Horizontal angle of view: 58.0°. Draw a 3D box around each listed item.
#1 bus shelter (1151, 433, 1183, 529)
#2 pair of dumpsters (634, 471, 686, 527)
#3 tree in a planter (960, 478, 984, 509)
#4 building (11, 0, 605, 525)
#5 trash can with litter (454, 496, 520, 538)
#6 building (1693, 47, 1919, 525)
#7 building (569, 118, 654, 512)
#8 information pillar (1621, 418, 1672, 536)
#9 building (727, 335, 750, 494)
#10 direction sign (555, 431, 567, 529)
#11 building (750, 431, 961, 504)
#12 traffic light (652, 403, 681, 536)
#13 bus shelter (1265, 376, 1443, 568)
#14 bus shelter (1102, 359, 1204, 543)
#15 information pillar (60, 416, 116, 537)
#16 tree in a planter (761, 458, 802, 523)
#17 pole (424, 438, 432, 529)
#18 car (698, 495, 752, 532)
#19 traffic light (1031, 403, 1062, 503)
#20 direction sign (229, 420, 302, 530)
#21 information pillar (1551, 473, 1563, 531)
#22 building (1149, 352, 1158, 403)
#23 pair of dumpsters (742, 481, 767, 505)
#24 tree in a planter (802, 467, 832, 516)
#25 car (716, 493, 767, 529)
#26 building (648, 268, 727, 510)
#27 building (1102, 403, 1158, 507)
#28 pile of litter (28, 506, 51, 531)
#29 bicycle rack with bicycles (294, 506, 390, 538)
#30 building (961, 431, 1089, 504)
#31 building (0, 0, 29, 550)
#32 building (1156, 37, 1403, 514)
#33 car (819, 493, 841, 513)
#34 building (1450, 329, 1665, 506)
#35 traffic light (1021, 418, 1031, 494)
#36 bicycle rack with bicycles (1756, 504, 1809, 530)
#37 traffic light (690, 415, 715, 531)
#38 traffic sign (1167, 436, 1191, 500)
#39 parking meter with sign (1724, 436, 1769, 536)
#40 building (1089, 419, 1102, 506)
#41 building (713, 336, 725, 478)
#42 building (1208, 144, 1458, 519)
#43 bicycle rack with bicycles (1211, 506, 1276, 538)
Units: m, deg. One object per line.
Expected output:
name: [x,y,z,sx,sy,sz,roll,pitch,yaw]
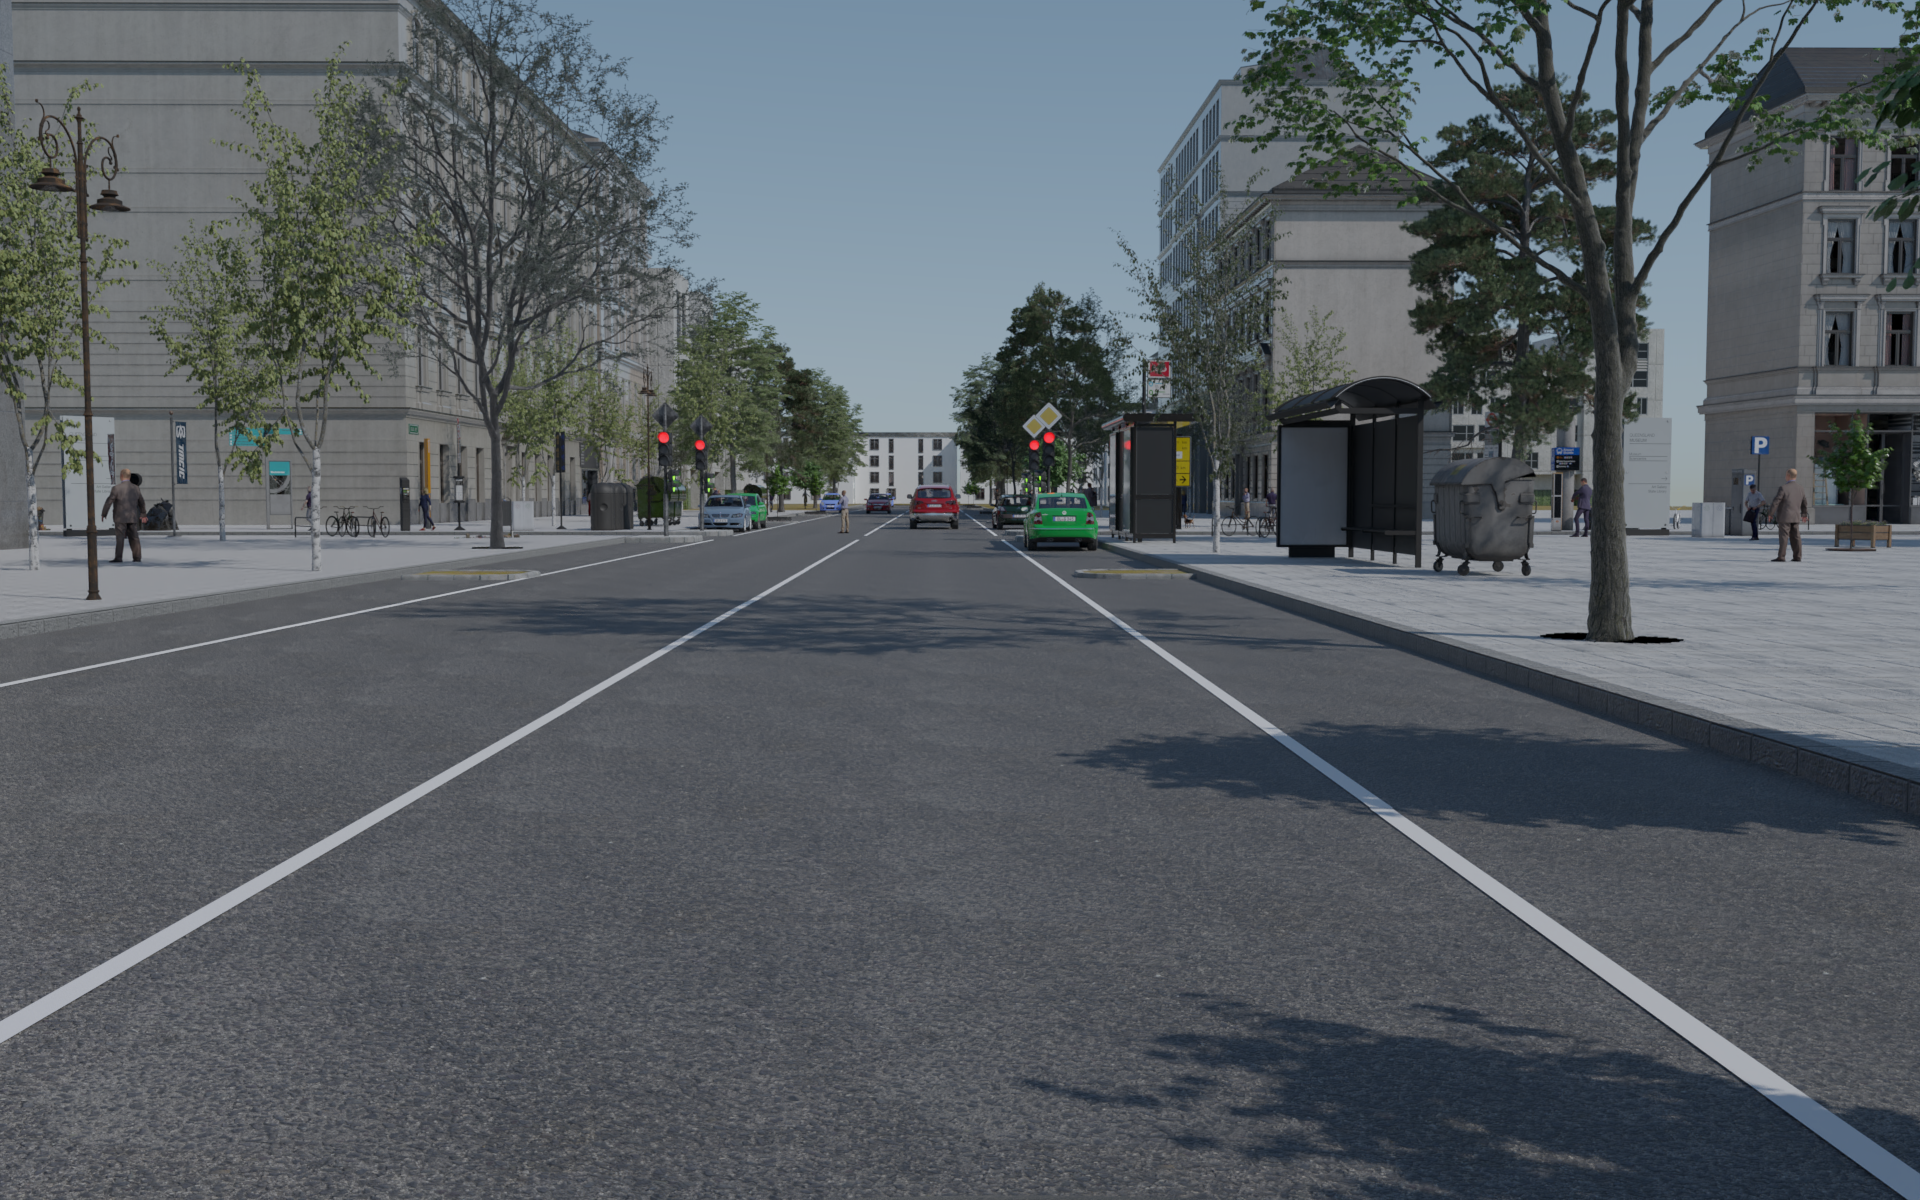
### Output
bus shelter: [7.240,-4.555,65.762,1.731,3.624,6.357,0,4,-1]
pair of dumpsters: [-12.173,-4.147,70.299,1.574,2.255,4.436,0,4,-1]
tree in a planter: [1.282,-10.103,162.398,1.991,3.239,1.994,0,4,-1]
building: [-31.022,-19.312,92.161,17.030,29.872,44.131,0,4,-1]
trash can with litter: [-13.812,-2.427,50.731,2.233,1.210,1.678,-2,4,-35]
building: [36.149,-13.783,76.265,40.483,20.767,10.553,0,4,-1]
building: [-30.163,-20.709,124.493,13.634,28.700,20.117,0,4,-1]
information pillar: [21.095,-3.792,53.312,1.656,3.620,0.184,-1,4,-12]
building: [-40.035,-19.956,192.737,31.486,18.905,16.747,0,4,-1]
direction sign: [-14.511,-4.340,62.956,0.379,3.537,0.876,-2,4,-34]
building: [-14.276,-17.929,235.288,28.070,9.664,9.099,0,4,-1]
traffic light: [-8.894,-3.864,52.419,0.839,4.213,0.868,0,4,-1]
bus shelter: [7.220,-2.356,32.448,2.014,3.302,5.546,0,4,-1]
bus shelter: [5.255,-4.380,49.241,2.179,5.291,8.768,0,4,-1]
information pillar: [-26.445,-3.748,52.588,0.184,3.620,1.656,2,4,32]
tree in a planter: [-9.040,-5.409,85.664,1.991,3.239,1.994,0,4,-1]
pole: [-19.537,-4.265,63.577,0.158,3.312,0.155,0,3,0]
car: [-8.963,-3.316,66.225,2.014,1.417,4.499,0,4,-3]
traffic light: [2.666,-3.874,52.584,0.839,4.213,0.868,0,4,-1]
direction sign: [-24.658,-4.480,62.006,2.525,3.948,1.411,-3,4,-36]
information pillar: [20.611,-3.384,59.826,0.304,2.012,0.304,0,4,5]
building: [44.589,-24.514,244.777,32.646,21.610,27.936,0,4,-1]
pair of dumpsters: [-15.165,-7.670,127.891,1.574,2.255,4.436,0,4,-1]
tree in a planter: [-9.389,-7.074,112.883,1.991,3.239,1.994,0,4,-1]
car: [-9.022,-3.840,71.582,1.959,1.807,4.718,0,4,0]
building: [-30.954,-17.419,151.251,16.747,18.905,31.486,0,4,-1]
building: [19.229,-13.268,159.082,9.099,9.664,28.070,0,4,-1]
pile of litter: [-32.870,-2.893,61.259,1.176,0.858,1.719,-3,5,-40]
bicycle rack with bicycles: [-18.425,-2.316,51.250,2.852,0.926,2.925,-2,4,-35]
building: [13.873,-17.974,236.016,28.070,9.664,9.099,0,4,-1]
building: [-31.853,-13.213,34.048,19.932,24.808,12.078,0,4,-1]
building: [21.120,-21.010,120.998,11.434,29.767,29.804,0,4,-1]
car: [-9.836,-7.560,133.204,1.945,1.707,3.694,0,4,0]
building: [59.324,-20.003,193.502,31.486,18.905,16.747,0,4,-1]
traffic light: [2.563,-4.362,60.568,0.839,4.213,0.868,0,4,-1]
bicycle rack with bicycles: [29.247,-3.003,62.488,2.852,0.926,2.925,0,4,-2]
traffic light: [-8.997,-4.352,60.404,0.839,4.213,0.868,0,4,-1]
traffic sign: [7.001,-4.112,61.111,2.265,3.308,0.079,0,4,6]
parking meter with sign: [24.050,-3.478,53.132,0.543,3.016,1.738,0,4,-5]
building: [19.988,-14.997,187.340,9.099,9.664,28.070,0,4,-1]
building: [-32.090,-19.403,173.655,16.016,20.091,11.380,0,4,-1]
building: [20.264,-14.180,96.477,10.561,19.102,19.286,0,4,-1]
bicycle rack with bicycles: [9.070,-2.379,52.281,2.925,0.926,2.852,-3,5,-42]
